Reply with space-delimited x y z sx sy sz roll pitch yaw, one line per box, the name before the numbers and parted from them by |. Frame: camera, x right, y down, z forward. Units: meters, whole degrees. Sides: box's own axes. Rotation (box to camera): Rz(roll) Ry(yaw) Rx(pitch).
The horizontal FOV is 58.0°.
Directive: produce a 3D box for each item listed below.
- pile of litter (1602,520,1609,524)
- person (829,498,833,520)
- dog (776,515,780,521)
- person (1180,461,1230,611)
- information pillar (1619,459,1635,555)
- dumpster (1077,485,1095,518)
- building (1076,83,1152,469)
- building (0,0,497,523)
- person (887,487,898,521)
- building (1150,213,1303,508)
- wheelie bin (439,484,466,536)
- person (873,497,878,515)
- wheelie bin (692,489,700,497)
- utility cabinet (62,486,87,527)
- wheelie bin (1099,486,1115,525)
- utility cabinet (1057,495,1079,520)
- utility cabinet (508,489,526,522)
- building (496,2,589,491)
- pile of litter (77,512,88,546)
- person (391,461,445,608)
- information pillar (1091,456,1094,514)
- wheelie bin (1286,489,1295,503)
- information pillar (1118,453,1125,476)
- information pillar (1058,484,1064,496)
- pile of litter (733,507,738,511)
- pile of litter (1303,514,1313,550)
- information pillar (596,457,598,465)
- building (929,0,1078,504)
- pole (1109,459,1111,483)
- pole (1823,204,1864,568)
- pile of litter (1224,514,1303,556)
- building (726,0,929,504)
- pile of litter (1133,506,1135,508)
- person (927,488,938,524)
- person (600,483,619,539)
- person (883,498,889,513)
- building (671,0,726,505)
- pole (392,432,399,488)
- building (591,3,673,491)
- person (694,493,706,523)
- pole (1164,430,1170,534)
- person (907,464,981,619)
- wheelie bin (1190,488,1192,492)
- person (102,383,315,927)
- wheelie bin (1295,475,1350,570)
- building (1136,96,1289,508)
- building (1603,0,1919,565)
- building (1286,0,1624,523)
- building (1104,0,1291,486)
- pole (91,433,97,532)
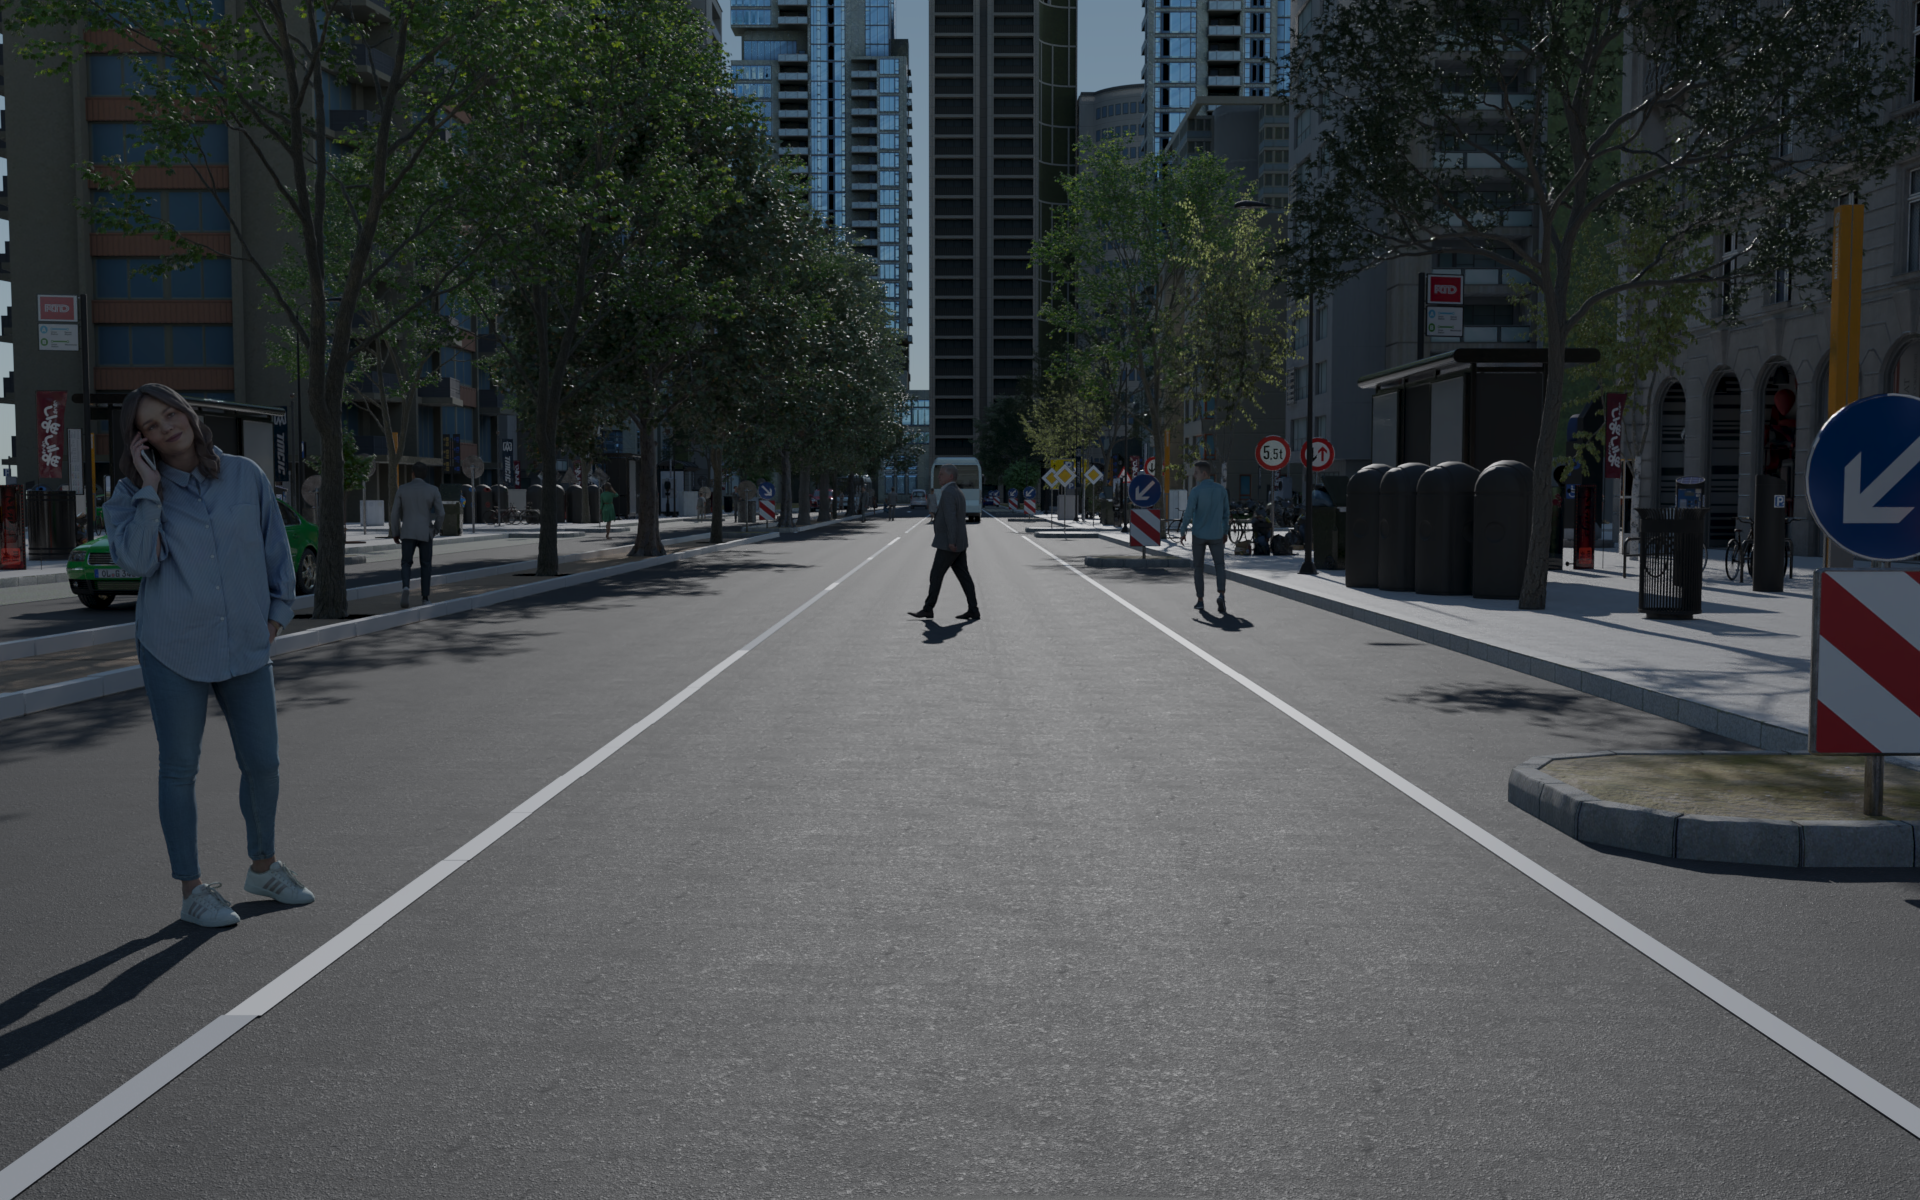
pile of litter | 27.335 -3.718 74.754 1.176 0.858 1.719 0 4 2
person | -7.195 -4.979 94.926 0.505 1.210 0.382 1 4 13
dog | -8.975 -4.141 86.996 0.540 0.507 0.406 -3 4 -36
person | 3.035 -0.794 21.348 0.638 1.841 0.748 0 4 -1
information pillar | 14.103 -1.959 36.523 0.304 2.012 0.304 1 4 9
dumpster | 6.727 -5.371 93.577 1.264 1.857 1.865 0 3 0
building | 30.476 -42.999 245.030 28.212 58.520 21.231 0 3 0
building | -35.874 -26.581 89.228 22.147 44.769 28.867 0 3 0
person | -3.646 -5.206 93.823 0.606 1.804 0.583 0 4 -3
building | 28.747 -16.890 121.198 27.650 21.520 28.899 0 3 0
wheelie bin | -15.554 -2.751 52.885 0.980 1.594 0.693 0 4 -4
person | -5.915 -6.597 121.027 0.373 1.253 0.362 0 4 7
wheelie bin | -16.669 -6.244 109.993 0.980 1.594 0.693 -1 4 -11
utility cabinet | -23.191 -2.245 45.390 0.318 1.500 1.173 -3 5 -40
wheelie bin | 6.187 -3.901 71.684 0.980 1.594 0.693 -1 4 -17
utility cabinet | 5.340 -4.567 85.835 1.020 1.237 0.306 -1 4 -15
utility cabinet | -20.447 -4.318 79.276 1.173 1.500 0.318 -1 4 -11
building | -33.652 -26.616 118.759 14.154 41.232 14.086 0 3 0
pile of litter | -21.484 -1.700 41.767 1.176 0.858 1.719 -2 4 -29
person | -6.837 -0.826 21.847 0.661 1.843 0.795 -1 4 -11
information pillar | 8.173 -7.084 107.174 0.183 3.616 0.504 0 4 -7
wheelie bin | 18.877 -5.534 98.391 0.693 1.594 0.980 1 4 11
information pillar | 9.179 -6.536 98.224 0.504 3.616 0.183 3 4 36
information pillar | 5.503 -5.423 93.157 0.304 2.012 0.304 -2 4 -35
pile of litter | -17.266 -7.346 134.076 1.719 0.858 1.176 -1 4 -22
pile of litter | 8.186 -1.596 40.059 1.719 0.858 1.176 0 4 -7
information pillar | -22.718 -7.114 107.663 0.504 3.616 0.183 -1 4 -19
building | 6.066 -49.248 243.454 20.611 71.187 20.563 0 3 0
pole | 8.625 -6.453 99.346 0.158 3.312 0.155 0 3 0
pole | 6.285 -1.132 12.345 0.158 3.312 0.155 0 3 0
pile of litter | 6.259 -1.373 36.407 1.719 0.858 1.176 1 4 12
building | -19.740 -56.967 244.074 31.000 86.520 22.319 0 3 0
pile of litter | 12.178 -6.830 125.638 1.176 0.858 1.719 2 4 33
person | -1.303 -4.565 83.892 0.466 1.731 0.760 -3 5 -42
person | -11.157 -2.820 54.851 0.600 1.795 0.529 0 4 6
person | -5.350 -7.047 129.211 0.738 1.151 1.012 2 4 30
building | -41.077 -39.884 194.107 28.212 58.520 21.231 0 3 0
pole | -18.681 -3.885 57.357 0.158 3.312 0.155 0 3 0
building | -37.649 -51.469 154.195 22.319 86.520 31.000 0 3 0
person | -12.969 -4.608 86.435 0.523 1.515 0.503 3 4 36
pole | 6.616 -3.765 55.395 0.158 3.312 0.155 0 3 0
person | -0.181 -0.668 19.818 0.834 1.777 0.661 0 4 5
wheelie bin | 11.747 -4.746 85.497 0.980 1.594 0.693 1 4 20
person | -2.515 0.180 5.821 0.793 1.790 0.793 1 4 20
wheelie bin | 6.338 -1.316 29.428 0.980 1.594 0.693 -2 4 -35
building | 32.767 -28.765 162.192 32.217 40.220 23.993 0 3 0
building | 23.156 -11.739 33.731 13.314 21.916 24.055 0 3 0
building | 23.701 -24.348 81.678 14.086 41.232 14.154 0 3 0
building | 28.295 -53.550 188.220 22.319 86.520 31.000 0 3 0
pole | -29.001 -3.917 57.887 0.158 3.312 0.155 0 3 0
